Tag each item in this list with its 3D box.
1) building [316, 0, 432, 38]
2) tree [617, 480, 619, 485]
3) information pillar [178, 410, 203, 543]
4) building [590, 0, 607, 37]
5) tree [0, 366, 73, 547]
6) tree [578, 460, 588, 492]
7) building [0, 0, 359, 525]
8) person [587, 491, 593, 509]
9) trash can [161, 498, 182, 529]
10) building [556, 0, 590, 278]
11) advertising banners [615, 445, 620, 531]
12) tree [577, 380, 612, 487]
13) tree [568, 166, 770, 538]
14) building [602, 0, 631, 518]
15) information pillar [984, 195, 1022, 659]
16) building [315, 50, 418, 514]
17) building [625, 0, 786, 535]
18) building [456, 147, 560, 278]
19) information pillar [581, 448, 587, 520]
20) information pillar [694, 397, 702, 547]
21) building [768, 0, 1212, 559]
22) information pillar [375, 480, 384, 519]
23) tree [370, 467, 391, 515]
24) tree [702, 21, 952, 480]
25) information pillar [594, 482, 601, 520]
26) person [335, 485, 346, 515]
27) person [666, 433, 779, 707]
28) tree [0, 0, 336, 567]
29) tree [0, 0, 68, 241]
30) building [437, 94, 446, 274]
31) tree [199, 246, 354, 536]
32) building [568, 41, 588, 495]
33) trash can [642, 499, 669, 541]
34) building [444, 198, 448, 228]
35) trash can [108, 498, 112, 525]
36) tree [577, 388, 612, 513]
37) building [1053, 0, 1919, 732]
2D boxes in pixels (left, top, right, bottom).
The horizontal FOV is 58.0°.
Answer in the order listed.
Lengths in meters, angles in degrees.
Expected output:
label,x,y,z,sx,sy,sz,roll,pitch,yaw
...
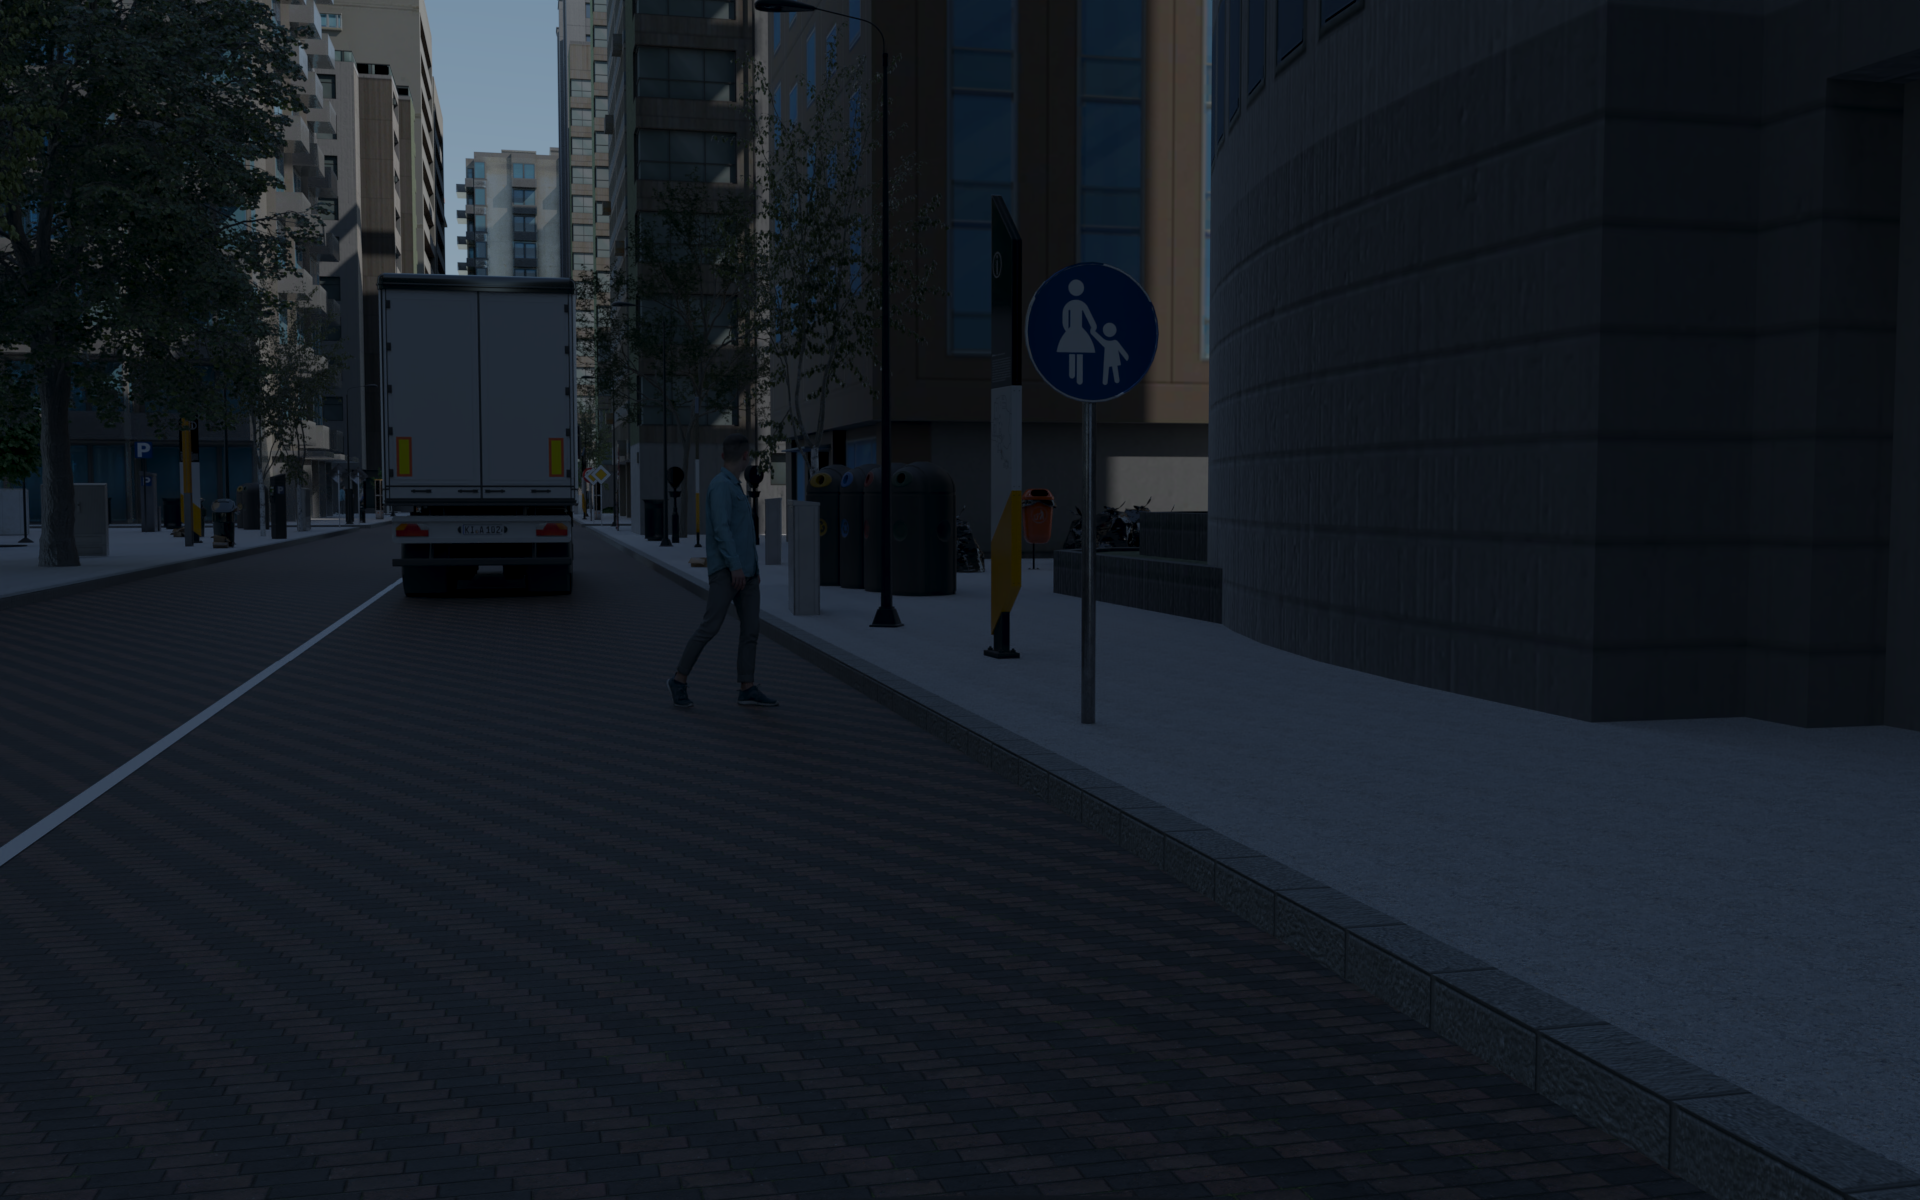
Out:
label,x,y,z,sx,sy,sz,roll,pitch,yaw
building,-58.366,-32.455,154.340,21.300,48.544,21.600,-1,4,-14
tree,-23.379,-7.861,123.135,1.663,3.219,1.824,0,3,0
information pillar,-20.067,-3.291,45.161,0.504,3.616,0.183,-2,4,-23
building,-21.459,-27.596,134.796,14.154,41.232,14.086,-1,4,-14
tree,-23.464,-3.571,42.104,4.285,4.588,4.351,0,3,0
tree,-31.896,-9.728,142.764,4.285,4.588,4.351,0,3,0
building,-42.955,-28.409,84.099,23.786,49.044,30.456,-1,4,-14
person,-31.265,-8.582,146.453,0.850,1.850,0.679,-1,4,-14
trash can,-28.700,-3.147,63.112,0.748,1.137,0.748,0,3,0
building,-37.678,-40.844,209.796,21.231,58.520,28.212,-1,4,-14
advertising banners,-11.946,-3.928,60.403,0.090,3.025,2.074,-1,4,-13
tree,-24.358,-9.872,111.777,4.360,8.622,3.978,0,3,0
tree,-8.092,-7.075,50.092,8.767,10.594,7.601,-1,4,-10
building,-6.791,-24.579,93.743,23.993,40.220,32.217,-1,4,-14
information pillar,0.354,-1.352,13.455,0.183,3.616,0.504,-1,4,-18
building,-43.908,-21.033,115.588,14.160,30.474,14.107,-1,4,-14
building,-4.857,-17.731,61.597,14.160,30.474,14.107,-1,4,-14
building,-54.162,-38.085,242.295,30.456,49.044,23.786,-1,4,-14
information pillar,-18.947,-5.863,87.213,0.183,3.616,0.504,0,4,1
information pillar,-6.317,-3.077,41.665,0.183,3.616,0.504,-1,4,-8
building,3.298,-23.870,40.388,14.600,45.320,14.200,-1,4,-14
information pillar,-29.428,-5.094,87.782,0.304,2.012,0.304,1,4,10
tree,-35.099,-6.776,105.384,1.663,3.219,1.824,0,3,0
tree,-2.293,-4.750,28.018,4.360,8.622,3.978,0,3,0
information pillar,-18.039,-4.996,86.171,0.304,2.012,0.304,-3,5,-40
person,-37.906,-6.112,105.993,0.660,1.820,0.620,3,4,36
person,-1.599,-0.206,11.739,0.748,1.841,0.638,1,4,17
tree,-16.142,-7.567,30.377,9.857,13.997,8.962,0,3,0
tree,-13.322,-4.353,21.531,4.737,8.622,4.395,0,3,0
building,-68.069,-34.663,190.448,21.300,48.544,21.600,-1,4,-14
tree,-20.889,-6.226,52.156,4.360,8.622,3.978,0,3,0
building,-29.146,-29.240,161.665,14.154,41.232,14.086,-1,4,-14
trash can,-8.313,-2.182,47.321,0.748,1.137,0.748,0,3,0
building,-84.347,-35.447,234.177,28.867,44.769,22.147,-1,4,-14
trash can,-35.000,-3.612,70.717,0.748,1.137,0.748,0,3,0
tree,-24.941,-10.233,117.668,4.737,8.622,4.395,0,3,0
building,13.232,-28.772,12.416,21.231,58.520,28.212,-1,4,-14
